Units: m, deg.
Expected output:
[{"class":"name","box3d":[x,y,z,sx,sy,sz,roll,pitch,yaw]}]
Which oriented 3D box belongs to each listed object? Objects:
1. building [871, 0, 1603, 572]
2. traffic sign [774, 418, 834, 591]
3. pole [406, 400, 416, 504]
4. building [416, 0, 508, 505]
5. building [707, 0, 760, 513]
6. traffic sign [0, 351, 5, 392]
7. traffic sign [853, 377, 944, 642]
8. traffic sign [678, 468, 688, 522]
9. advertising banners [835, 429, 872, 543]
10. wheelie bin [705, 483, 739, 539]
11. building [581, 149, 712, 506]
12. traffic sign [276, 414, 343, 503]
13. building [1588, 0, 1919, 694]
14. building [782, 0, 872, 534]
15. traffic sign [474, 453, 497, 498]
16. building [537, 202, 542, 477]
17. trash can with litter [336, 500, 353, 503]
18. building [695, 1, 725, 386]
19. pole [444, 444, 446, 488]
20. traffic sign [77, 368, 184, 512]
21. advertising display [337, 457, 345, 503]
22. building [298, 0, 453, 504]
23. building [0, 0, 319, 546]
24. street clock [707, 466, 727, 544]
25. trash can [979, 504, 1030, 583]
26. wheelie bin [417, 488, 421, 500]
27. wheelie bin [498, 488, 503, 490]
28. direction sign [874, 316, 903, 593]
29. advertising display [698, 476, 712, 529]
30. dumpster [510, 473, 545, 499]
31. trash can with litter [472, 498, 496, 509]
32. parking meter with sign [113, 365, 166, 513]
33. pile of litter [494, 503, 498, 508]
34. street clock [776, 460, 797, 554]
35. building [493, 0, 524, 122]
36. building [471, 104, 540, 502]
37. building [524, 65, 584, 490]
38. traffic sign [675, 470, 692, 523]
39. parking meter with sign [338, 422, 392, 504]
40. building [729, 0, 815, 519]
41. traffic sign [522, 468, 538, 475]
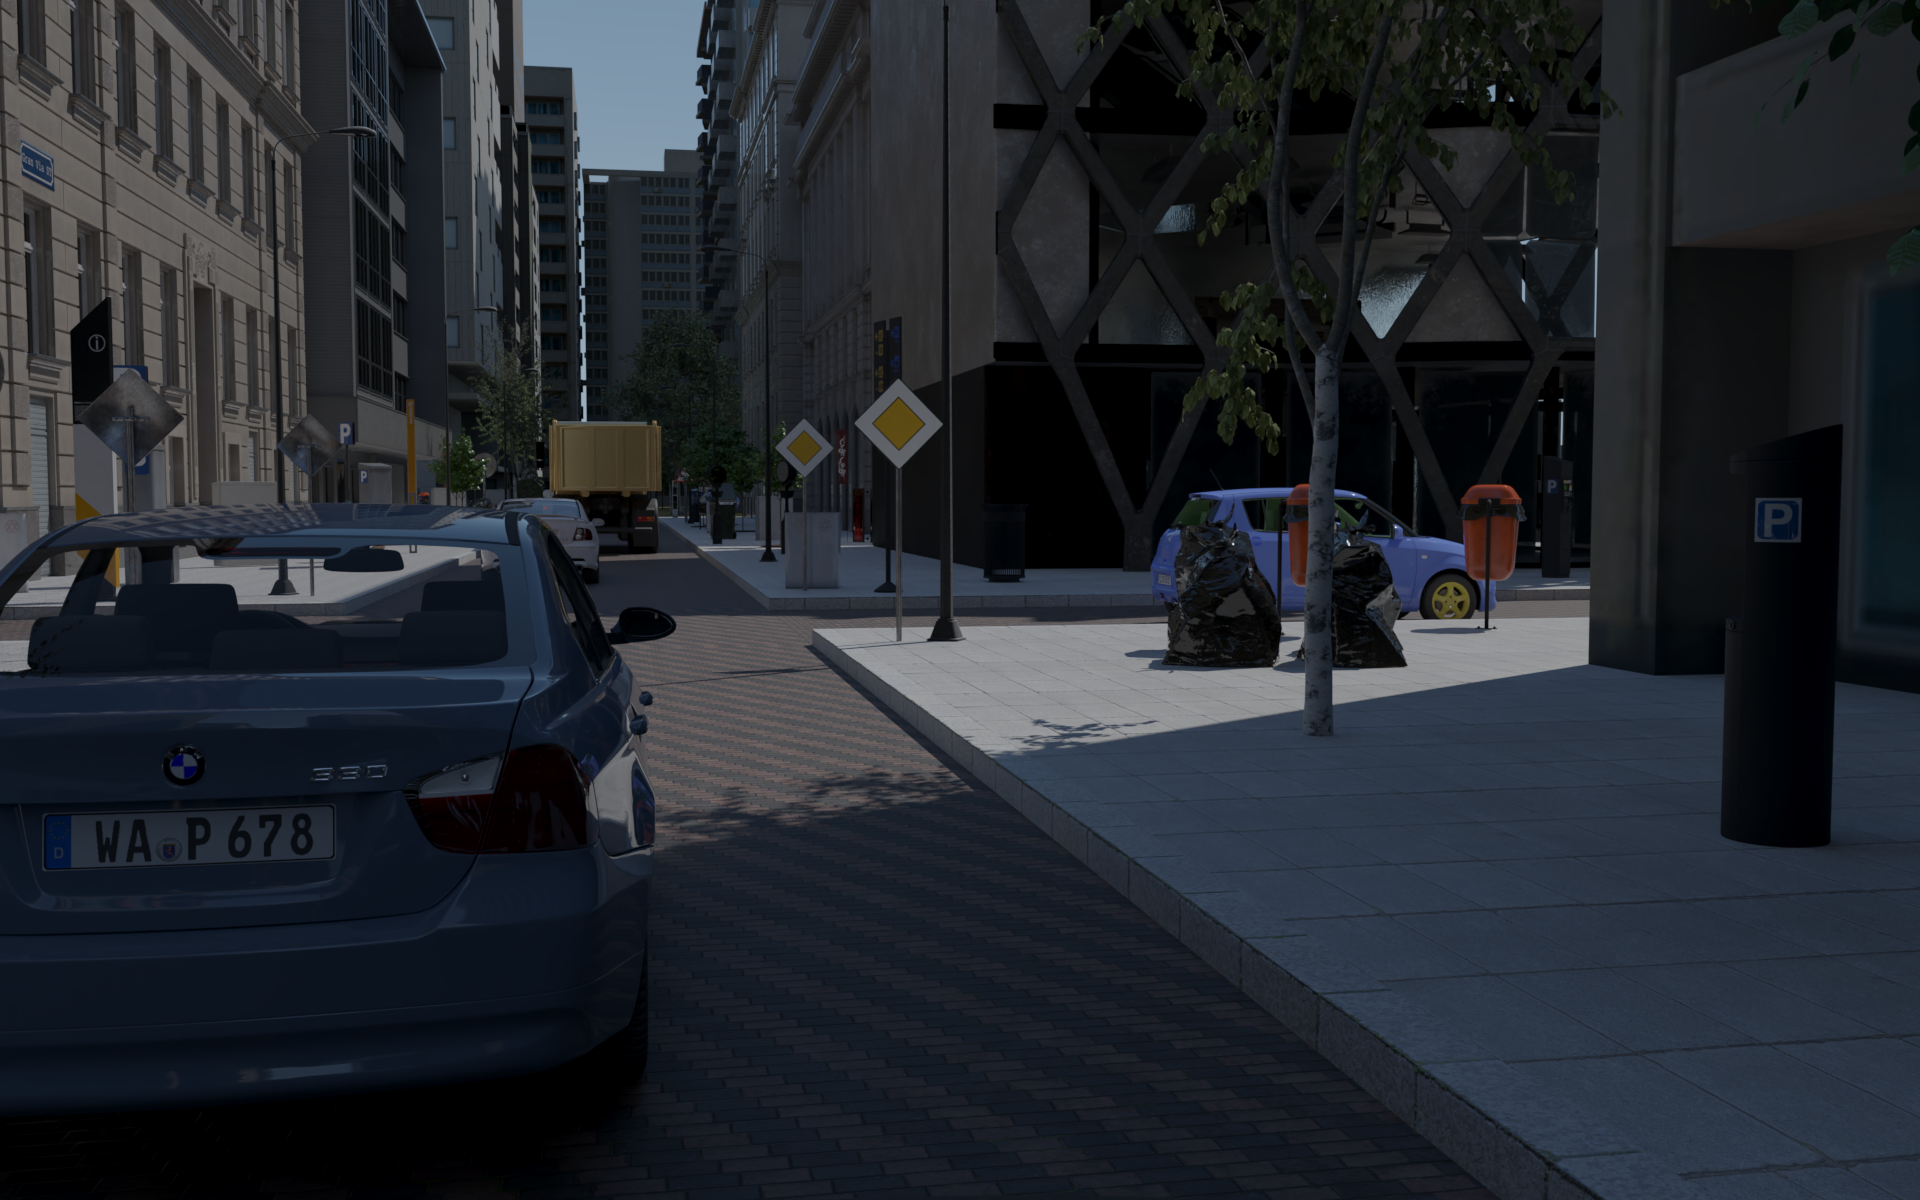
[{"class":"building","box3d":[7.634,-10.278,35.492,16.811,18.784,16.820,-1,4,-11]},{"class":"traffic sign","box3d":[-2.052,-1.176,22.862,0.795,2.450,0.064,-1,4,-11]},{"class":"pole","box3d":[-11.869,-2.669,37.486,0.158,3.312,0.155,0,3,0]},{"class":"building","box3d":[-42.493,-31.552,105.113,28.713,52.752,27.495,-1,4,-11]},{"class":"building","box3d":[-6.917,-31.049,127.255,23.786,49.044,30.456,-1,4,-11]},{"class":"traffic sign","box3d":[-7.216,-0.750,12.368,0.768,2.556,0.104,0,4,-6]},{"class":"traffic sign","box3d":[-0.534,-0.696,15.022,0.795,2.450,0.064,-1,4,-11]},{"class":"traffic sign","box3d":[-12.721,-4.921,80.570,0.768,2.556,0.104,0,4,-7]},{"class":"advertising banners","box3d":[-2.687,-3.053,46.102,0.090,3.025,2.074,-3,5,-40]},{"class":"wheelie bin","box3d":[-6.777,-2.525,49.186,0.980,1.594,0.693,-2,4,-28]},{"class":"building","box3d":[-30.920,-30.959,198.056,23.993,40.220,32.217,-1,4,-11]},{"class":"traffic sign","box3d":[-8.138,-1.105,21.709,0.795,2.450,0.064,-1,4,-11]},{"class":"building","box3d":[17.188,-23.218,3.312,21.300,48.544,21.600,-1,4,-11]},{"class":"building","box3d":[1.347,-13.489,62.346,13.314,21.916,24.055,-1,4,-11]},{"class":"traffic sign","box3d":[-14.745,-3.277,53.691,0.768,2.556,0.104,0,4,-2]},{"class":"building","box3d":[-45.594,-23.639,158.198,14.107,30.474,14.160,-1,4,-11]},{"class":"trash can with litter","box3d":[-11.427,-1.322,33.010,0.624,1.170,1.055,2,4,34]},{"class":"building","box3d":[-12.368,-30.706,156.667,22.147,44.769,28.867,-1,4,-11]},{"class":"pole","box3d":[-19.187,-4.338,64.778,0.158,3.312,0.155,0,3,0]},{"class":"traffic sign","box3d":[-6.619,-0.625,13.869,0.795,2.450,0.064,-1,4,-11]},{"class":"advertising display","box3d":[-10.961,-1.559,30.708,0.123,1.923,0.974,-1,4,-19]},{"class":"building","box3d":[-27.145,-14.865,62.116,14.314,24.678,30.058,-1,4,-11]},{"class":"building","box3d":[-21.297,-14.509,34.486,12.463,27.353,25.104,-1,4,-11]},{"class":"street clock","box3d":[-6.220,-2.432,44.340,0.471,2.002,0.358,-2,4,-31]},{"class":"trash can","box3d":[0.646,-0.832,25.256,0.748,1.137,0.748,0,3,0]},{"class":"wheelie bin","box3d":[-29.199,-5.184,92.672,0.980,1.594,0.693,1,4,14]},{"class":"wheelie bin","box3d":[-23.684,-4.971,89.180,0.693,1.594,0.980,0,4,3]},{"class":"direction sign","box3d":[-0.938,-1.868,22.546,0.379,3.537,0.876,-2,4,-25]},{"class":"advertising display","box3d":[-9.037,-3.525,62.841,0.974,1.923,0.123,1,4,15]},{"class":"dumpster","box3d":[-19.829,-4.702,79.375,1.502,2.255,1.985,-1,4,-11]},{"class":"trash can with litter","box3d":[-14.696,-2.542,52.948,0.624,1.170,1.055,1,4,15]},{"class":"parking meter with sign","box3d":[-11.423,-1.715,24.306,0.543,3.016,1.738,-1,4,-10]},{"class":"pile of litter","box3d":[-22.318,-4.260,83.614,1.719,0.858,1.176,-2,4,-33]},{"class":"street clock","box3d":[-3.685,-1.974,36.851,0.358,2.002,0.471,-3,5,-39]},{"class":"building","box3d":[-42.835,-30.030,141.105,14.600,45.320,14.200,-1,4,-11]},{"class":"building","box3d":[-38.976,-21.771,127.661,14.160,30.474,14.107,-1,4,-11]},{"class":"building","box3d":[-52.157,-34.487,187.569,21.600,48.544,21.300,-1,4,-11]},{"class":"traffic sign","box3d":[-12.179,-4.693,76.727,0.884,2.594,0.081,0,4,-1]},{"class":"parking meter with sign","box3d":[-14.409,-2.844,42.765,0.543,3.016,1.738,2,4,34]},{"class":"building","box3d":[-4.424,-17.663,86.055,12.463,27.353,25.104,-1,4,-11]},{"class":"traffic sign","box3d":[-20.828,-5.127,83.935,0.768,2.556,0.104,0,4,-6]}]
